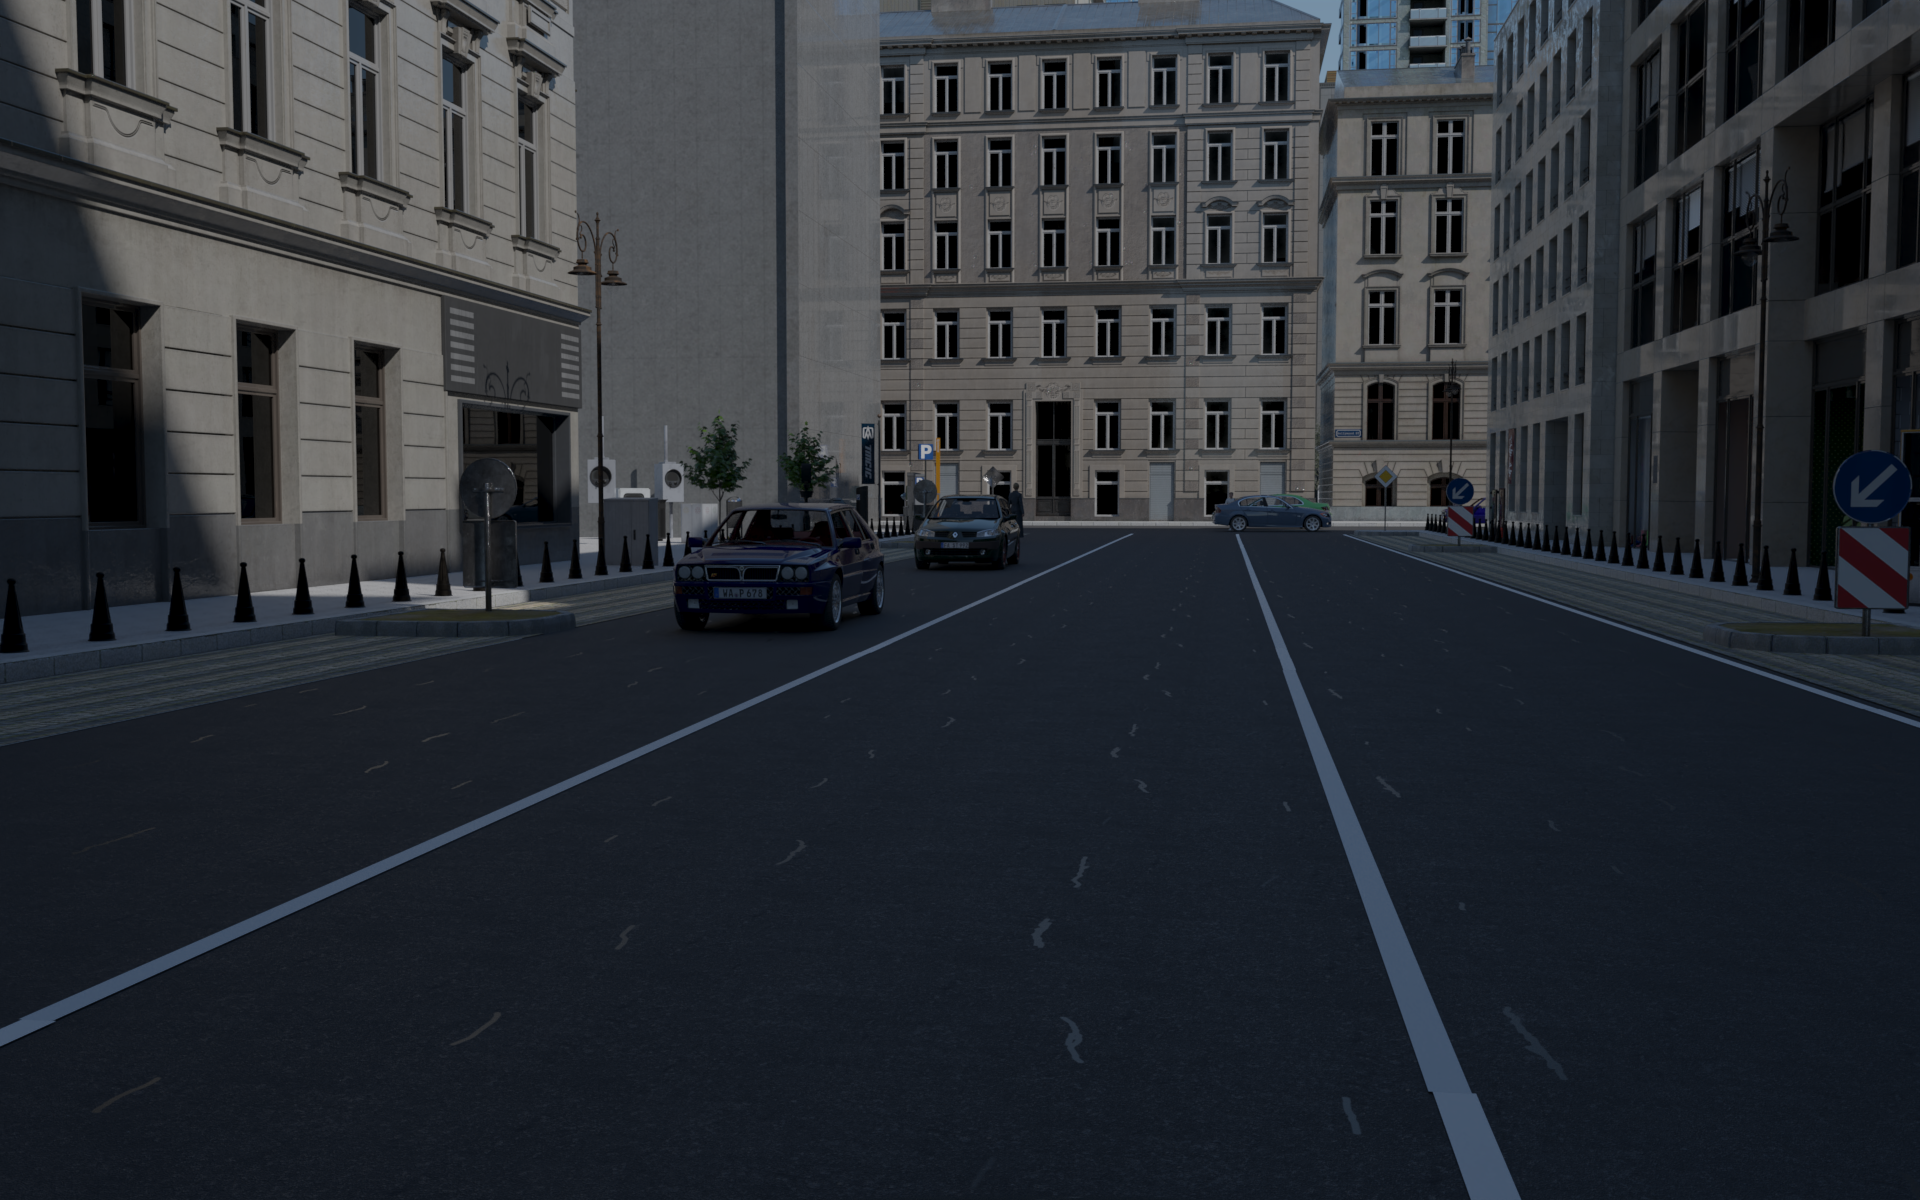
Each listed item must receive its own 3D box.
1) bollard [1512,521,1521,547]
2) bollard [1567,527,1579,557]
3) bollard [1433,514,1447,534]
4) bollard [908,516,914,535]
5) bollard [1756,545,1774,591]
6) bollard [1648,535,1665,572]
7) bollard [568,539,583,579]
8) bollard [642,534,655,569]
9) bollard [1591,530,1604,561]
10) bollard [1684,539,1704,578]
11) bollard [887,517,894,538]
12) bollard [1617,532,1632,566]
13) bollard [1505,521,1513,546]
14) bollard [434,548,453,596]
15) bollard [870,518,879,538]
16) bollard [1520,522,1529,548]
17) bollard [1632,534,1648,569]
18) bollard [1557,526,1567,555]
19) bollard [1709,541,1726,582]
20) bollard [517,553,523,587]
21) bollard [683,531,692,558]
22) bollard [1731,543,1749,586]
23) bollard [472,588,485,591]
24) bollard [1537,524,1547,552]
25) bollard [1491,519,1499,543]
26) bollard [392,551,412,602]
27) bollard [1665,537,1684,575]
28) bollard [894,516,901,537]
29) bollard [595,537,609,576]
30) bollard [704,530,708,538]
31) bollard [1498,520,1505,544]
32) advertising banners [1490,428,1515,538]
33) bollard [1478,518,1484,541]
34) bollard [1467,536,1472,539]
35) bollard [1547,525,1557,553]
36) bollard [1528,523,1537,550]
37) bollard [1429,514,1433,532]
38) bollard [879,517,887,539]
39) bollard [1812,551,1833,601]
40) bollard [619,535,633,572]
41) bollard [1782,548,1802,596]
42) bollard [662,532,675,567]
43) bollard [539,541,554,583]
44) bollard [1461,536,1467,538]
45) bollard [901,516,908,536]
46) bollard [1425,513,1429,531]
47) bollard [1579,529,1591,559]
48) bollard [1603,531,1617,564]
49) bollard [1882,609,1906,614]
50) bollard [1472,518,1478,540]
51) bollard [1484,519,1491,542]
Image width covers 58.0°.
[{"bbox_3d":[13.593,-1.587,41.995,0.229,0.601,0.229,0,3,0],"label":"bollard"},{"bbox_3d":[12.590,-1.180,35.335,0.229,0.601,0.229,0,3,0],"label":"bollard"},{"bbox_3d":[15.944,-2.537,57.524,0.229,0.601,0.229,0,3,0],"label":"bollard"},{"bbox_3d":[-1.632,-2.326,54.074,0.229,0.601,0.229,0,3,0],"label":"bollard"},{"bbox_3d":[10.738,-0.431,23.085,0.229,0.601,0.229,0,3,0],"label":"bollard"},{"bbox_3d":[11.580,-0.772,28.664,0.229,0.601,0.229,0,3,0],"label":"bollard"},{"bbox_3d":[-5.834,-0.625,26.257,0.229,0.601,0.229,0,3,0],"label":"bollard"},{"bbox_3d":[-5.328,-0.828,29.582,0.229,0.601,0.229,0,3,0],"label":"bollard"},{"bbox_3d":[12.255,-1.044,33.109,0.229,0.601,0.229,0,3,0],"label":"bollard"},{"bbox_3d":[11.242,-0.635,26.423,0.229,0.601,0.229,0,3,0],"label":"bollard"},{"bbox_3d":[-2.137,-2.121,50.722,0.229,0.601,0.229,0,3,0],"label":"bollard"},{"bbox_3d":[11.914,-0.908,30.880,0.229,0.601,0.229,0,3,0],"label":"bollard"},{"bbox_3d":[13.761,-1.655,43.106,0.229,0.601,0.229,0,3,0],"label":"bollard"},{"bbox_3d":[-6.507,-0.352,21.800,0.229,0.601,0.229,0,3,0],"label":"bollard"},{"bbox_3d":[-2.468,-1.985,48.496,0.229,0.601,0.229,0,3,0],"label":"bollard"},{"bbox_3d":[13.425,-1.520,40.889,0.229,0.601,0.229,0,3,0],"label":"bollard"},{"bbox_3d":[11.747,-0.840,29.773,0.229,0.601,0.229,0,3,0],"label":"bollard"},{"bbox_3d":[12.756,-1.248,36.442,0.229,0.601,0.229,0,3,0],"label":"bollard"},{"bbox_3d":[11.072,-0.566,25.303,0.229,0.601,0.229,0,3,0],"label":"bollard"},{"bbox_3d":[-6.173,-0.489,24.029,0.229,0.601,0.229,0,3,0],"label":"bollard"},{"bbox_3d":[-4.994,-0.964,31.797,0.229,0.601,0.229,0,3,0],"label":"bollard"},{"bbox_3d":[10.905,-0.498,24.192,0.229,0.601,0.229,0,3,0],"label":"bollard"},{"bbox_3d":[-6.340,-0.420,22.907,0.229,0.601,0.229,0,3,0],"label":"bollard"},{"bbox_3d":[13.091,-1.383,38.661,0.229,0.601,0.229,0,3,0],"label":"bollard"},{"bbox_3d":[14.098,-1.791,45.319,0.229,0.601,0.229,0,3,0],"label":"bollard"},{"bbox_3d":[-6.677,-0.285,20.694,0.229,0.601,0.229,0,3,0],"label":"bollard"},{"bbox_3d":[11.412,-0.704,27.546,0.229,0.601,0.229,0,3,0],"label":"bollard"},{"bbox_3d":[-1.972,-2.189,51.829,0.229,0.601,0.229,0,3,0],"label":"bollard"},{"bbox_3d":[-5.669,-0.693,27.364,0.229,0.601,0.229,0,3,0],"label":"bollard"},{"bbox_3d":[-4.829,-1.032,32.907,0.229,0.601,0.229,0,3,0],"label":"bollard"},{"bbox_3d":[13.933,-1.723,44.212,0.229,0.601,0.229,0,3,0],"label":"bollard"},{"bbox_3d":[14.717,-3.109,47.014,0.090,3.025,2.074,0,4,2],"label":"advertising banners"},{"bbox_3d":[14.435,-1.926,47.535,0.229,0.601,0.229,0,3,0],"label":"bollard"},{"bbox_3d":[14.771,-2.062,49.748,0.229,0.601,0.229,0,3,0],"label":"bollard"},{"bbox_3d":[12.926,-1.315,37.549,0.229,0.601,0.229,0,3,0],"label":"bollard"},{"bbox_3d":[13.260,-1.452,39.782,0.229,0.601,0.229,0,3,0],"label":"bollard"},{"bbox_3d":[16.107,-2.606,58.645,0.229,0.601,0.229,0,3,0],"label":"bollard"},{"bbox_3d":[-2.303,-2.053,49.612,0.229,0.601,0.229,0,3,0],"label":"bollard"},{"bbox_3d":[10.405,-0.295,20.868,0.229,0.601,0.229,0,3,0],"label":"bollard"},{"bbox_3d":[-5.500,-0.760,28.476,0.229,0.601,0.229,0,3,0],"label":"bollard"},{"bbox_3d":[10.570,-0.363,21.975,0.229,0.601,0.229,0,3,0],"label":"bollard"},{"bbox_3d":[-5.166,-0.896,30.689,0.229,0.601,0.229,0,3,0],"label":"bollard"},{"bbox_3d":[-6.003,-0.557,25.141,0.229,0.601,0.229,0,3,0],"label":"bollard"},{"bbox_3d":[14.930,-2.129,50.856,0.229,0.601,0.229,0,3,0],"label":"bollard"},{"bbox_3d":[-1.801,-2.257,52.947,0.229,0.601,0.229,0,3,0],"label":"bollard"},{"bbox_3d":[16.280,-2.674,59.761,0.229,0.601,0.229,0,3,0],"label":"bollard"},{"bbox_3d":[12.425,-1.112,34.228,0.229,0.601,0.229,0,3,0],"label":"bollard"},{"bbox_3d":[12.083,-0.976,31.992,0.229,0.601,0.229,0,3,0],"label":"bollard"},{"bbox_3d":[10.070,-0.160,18.655,0.229,0.601,0.229,0,3,0],"label":"bollard"},{"bbox_3d":[14.597,-1.994,48.642,0.229,0.601,0.229,0,3,0],"label":"bollard"},{"bbox_3d":[14.266,-1.859,46.428,0.229,0.601,0.229,0,3,0],"label":"bollard"}]
